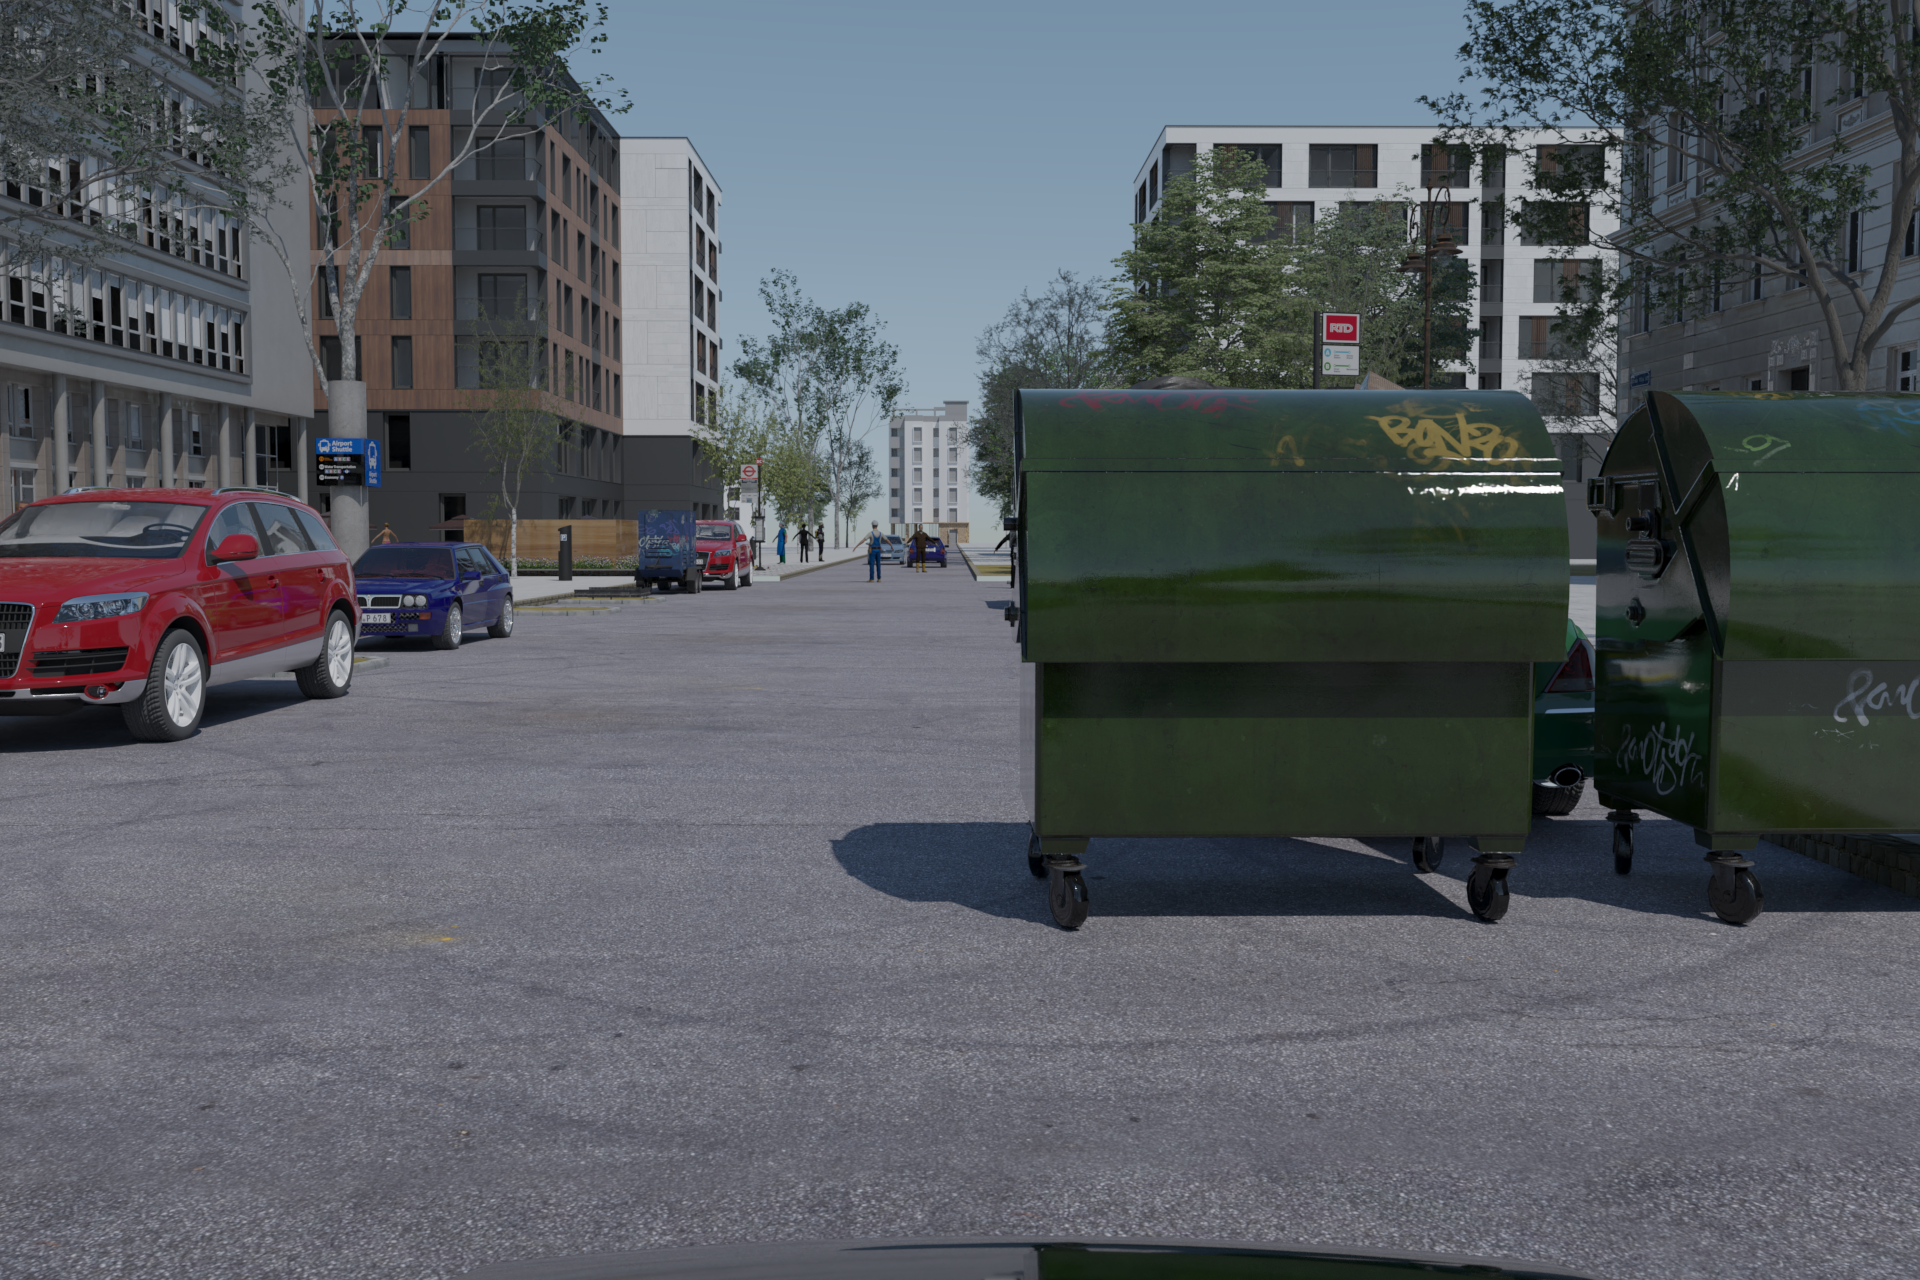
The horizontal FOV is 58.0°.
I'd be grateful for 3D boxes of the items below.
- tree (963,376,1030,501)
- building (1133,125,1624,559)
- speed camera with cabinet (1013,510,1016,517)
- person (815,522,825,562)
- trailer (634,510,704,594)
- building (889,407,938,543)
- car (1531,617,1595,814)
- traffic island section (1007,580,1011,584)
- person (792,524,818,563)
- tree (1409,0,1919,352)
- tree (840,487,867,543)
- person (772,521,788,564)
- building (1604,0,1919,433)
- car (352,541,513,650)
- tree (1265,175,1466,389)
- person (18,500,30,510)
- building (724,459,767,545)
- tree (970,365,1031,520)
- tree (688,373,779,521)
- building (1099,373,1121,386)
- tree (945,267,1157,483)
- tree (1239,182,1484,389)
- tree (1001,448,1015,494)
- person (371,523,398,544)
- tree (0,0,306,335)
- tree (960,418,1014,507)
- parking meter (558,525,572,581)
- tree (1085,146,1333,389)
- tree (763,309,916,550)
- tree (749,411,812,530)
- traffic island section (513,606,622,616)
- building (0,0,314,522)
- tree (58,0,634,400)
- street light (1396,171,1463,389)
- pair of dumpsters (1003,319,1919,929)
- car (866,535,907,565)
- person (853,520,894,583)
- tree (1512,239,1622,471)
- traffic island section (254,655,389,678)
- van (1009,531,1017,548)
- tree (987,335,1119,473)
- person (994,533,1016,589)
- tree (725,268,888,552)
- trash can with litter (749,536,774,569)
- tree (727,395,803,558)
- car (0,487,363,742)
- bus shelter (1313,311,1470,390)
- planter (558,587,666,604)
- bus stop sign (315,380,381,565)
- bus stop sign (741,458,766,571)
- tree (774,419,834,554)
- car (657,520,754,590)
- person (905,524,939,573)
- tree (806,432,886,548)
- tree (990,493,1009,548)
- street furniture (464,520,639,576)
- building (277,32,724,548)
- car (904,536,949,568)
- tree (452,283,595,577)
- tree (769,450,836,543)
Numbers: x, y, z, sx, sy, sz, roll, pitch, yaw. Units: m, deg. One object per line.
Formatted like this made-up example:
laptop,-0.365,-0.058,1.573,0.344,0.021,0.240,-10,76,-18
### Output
tree,4.624,-10.101,99.565,8.767,10.594,7.601,-1,4,-20
building,23.975,-15.864,103.359,27.936,21.610,32.646,0,4,-1
speed camera with cabinet,2.334,-4.298,64.603,0.660,3.252,2.038,0,4,0
person,-6.422,-4.560,80.343,0.705,1.856,1.354,0,4,-2
trailer,-7.014,-2.080,41.064,1.471,1.999,3.904,0,4,0
building,-9.905,-23.885,249.394,11.380,20.090,16.016,0,4,4
car,2.239,0.092,10.293,2.131,1.459,4.920,0,4,0
traffic island section,2.355,-1.655,49.928,1.991,0.108,1.994,0,4,0
person,-6.906,-4.299,77.003,1.216,1.740,0.721,1,4,11
tree,8.581,-5.025,16.577,8.767,10.594,7.601,0,4,-6
tree,-15.379,-18.305,249.641,4.737,8.622,4.395,0,3,0
person,-7.583,-4.116,73.420,0.704,1.817,1.347,-2,4,-31
building,27.510,-15.154,45.030,12.463,27.353,25.104,0,4,-1
car,-7.092,-0.615,22.635,1.945,1.354,3.894,0,3,0
tree,7.838,-5.271,36.542,4.360,8.622,3.978,0,3,0
person,-15.426,-1.384,28.542,0.709,1.838,0.599,-1,4,-16
building,-27.643,-16.260,208.000,9.099,9.664,28.070,0,3,0
tree,5.235,-13.436,126.335,9.857,13.997,8.962,0,3,0
tree,-10.560,-7.948,80.306,4.737,8.622,4.395,0,3,0
building,23.120,-20.289,198.188,16.747,18.905,31.486,0,4,-1
tree,4.861,-10.307,78.882,12.009,13.543,11.850,0,3,0
tree,14.401,-9.612,63.815,9.857,13.997,8.962,0,3,0
tree,4.407,-9.666,108.393,4.737,8.622,4.395,0,3,0
person,-23.027,-3.829,69.410,0.721,1.733,1.217,3,4,38
tree,-12.845,-6.605,18.363,12.009,13.543,11.850,0,3,0
tree,5.036,-14.479,147.105,12.009,13.543,11.850,0,3,0
parking meter,-10.822,-2.388,47.462,0.372,1.533,0.369,0,3,0
tree,7.450,-8.170,51.708,7.486,12.596,7.792,0,3,0
tree,-9.938,-17.631,144.161,12.611,20.169,13.585,0,3,0
tree,-10.569,-9.342,103.105,4.737,8.622,4.395,0,3,0
traffic island section,-7.198,-0.514,31.275,1.991,0.108,1.994,0,4,0
building,-32.782,-14.365,42.467,19.016,26.051,41.698,0,3,0
tree,-13.685,-11.219,39.314,12.611,20.169,13.585,0,3,0
street light,6.074,-3.045,22.570,0.468,5.910,1.993,0,4,0
pair of dumpsters,2.386,-0.112,6.790,4.436,2.255,1.574,0,4,-1
car,-3.450,-4.285,82.065,2.014,1.417,4.499,0,4,-1
person,-2.530,-2.629,51.305,1.347,1.847,0.705,-2,4,-28
tree,27.028,-9.690,68.809,12.009,13.543,11.850,0,3,0
traffic island section,-7.179,0.280,18.286,1.991,0.108,1.994,0,4,0
van,2.152,-1.838,34.435,2.240,2.365,5.245,0,4,-1
tree,5.014,-10.050,90.068,9.928,11.665,9.643,0,3,0
person,1.522,-2.272,45.537,1.347,1.837,0.705,1,4,15
tree,-12.340,-16.521,126.000,12.611,20.169,13.585,0,3,0
trash can with litter,-7.487,-3.227,63.813,1.678,1.210,2.233,0,4,-1
tree,-10.709,-8.723,92.977,4.737,8.622,4.395,0,3,0
car,-6.400,-0.303,13.624,2.281,1.827,5.304,0,4,-1
bus shelter,6.198,-3.137,28.929,2.179,5.291,8.768,0,4,0
planter,-7.231,-0.928,36.313,1.991,0.319,1.994,0,4,-1
bus stop sign,-10.586,-2.508,30.023,0.837,3.901,0.837,0,4,0
bus stop sign,-7.248,-4.408,60.768,0.855,3.939,0.416,0,4,1
tree,-10.355,-9.869,111.725,4.737,8.622,4.395,0,3,0
car,-6.692,-2.270,45.786,2.281,1.827,5.304,0,3,0
person,-1.450,-3.421,64.533,1.346,1.812,0.704,-1,4,-21
tree,-10.551,-13.734,158.964,8.767,10.594,7.601,1,4,19
tree,4.098,-12.574,155.939,4.360,8.622,3.978,0,3,0
street furniture,-11.892,-2.909,54.421,11.010,1.723,9.812,0,4,0
building,-27.919,-14.872,87.137,27.936,21.610,32.646,0,4,-1
car,-1.433,-3.805,74.788,1.945,1.354,3.894,0,4,-1
tree,-13.463,-6.181,51.418,4.360,8.622,3.978,0,3,0
tree,-22.986,-21.039,250.646,9.857,13.997,8.962,0,3,0
